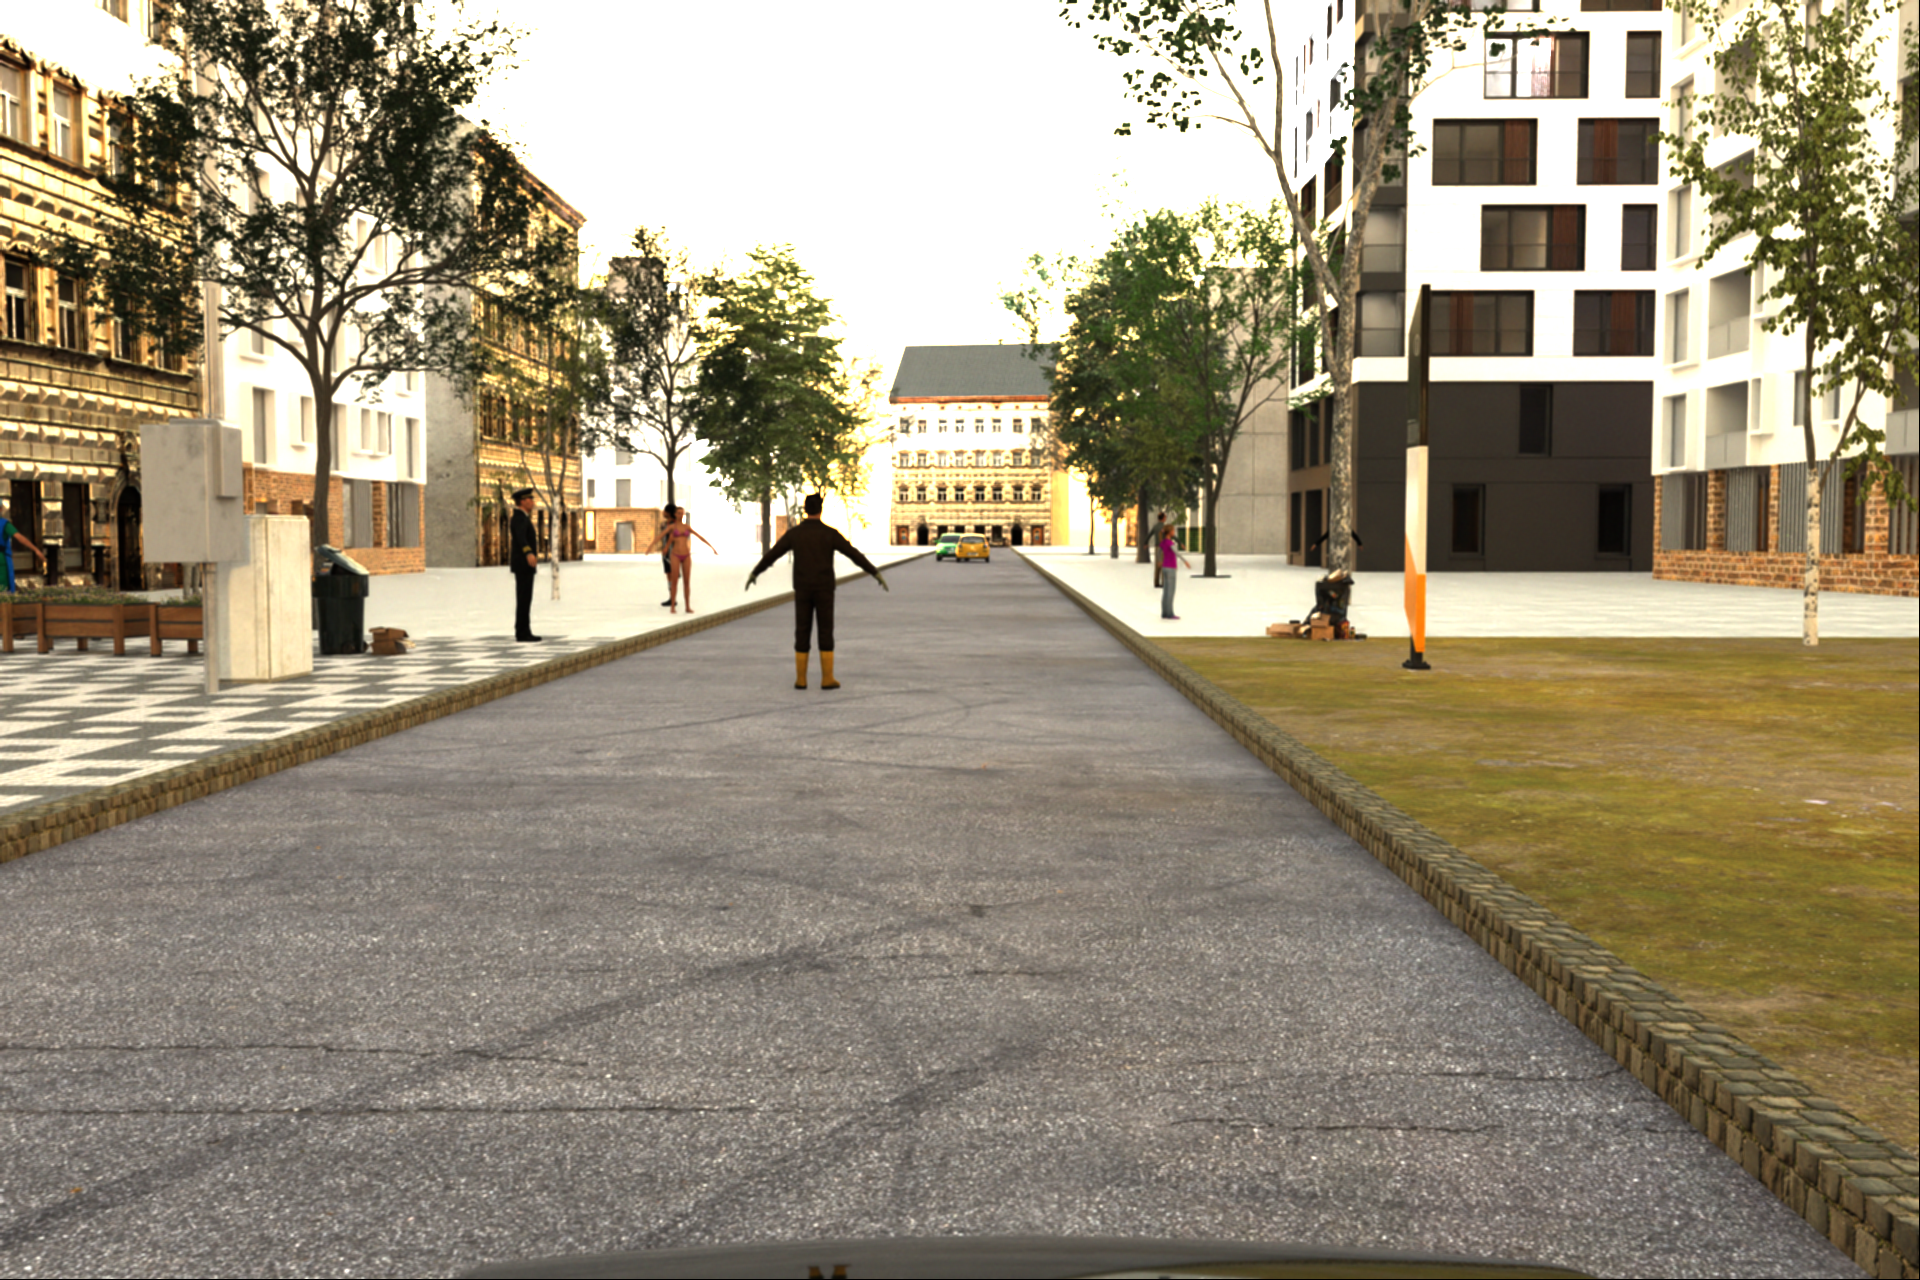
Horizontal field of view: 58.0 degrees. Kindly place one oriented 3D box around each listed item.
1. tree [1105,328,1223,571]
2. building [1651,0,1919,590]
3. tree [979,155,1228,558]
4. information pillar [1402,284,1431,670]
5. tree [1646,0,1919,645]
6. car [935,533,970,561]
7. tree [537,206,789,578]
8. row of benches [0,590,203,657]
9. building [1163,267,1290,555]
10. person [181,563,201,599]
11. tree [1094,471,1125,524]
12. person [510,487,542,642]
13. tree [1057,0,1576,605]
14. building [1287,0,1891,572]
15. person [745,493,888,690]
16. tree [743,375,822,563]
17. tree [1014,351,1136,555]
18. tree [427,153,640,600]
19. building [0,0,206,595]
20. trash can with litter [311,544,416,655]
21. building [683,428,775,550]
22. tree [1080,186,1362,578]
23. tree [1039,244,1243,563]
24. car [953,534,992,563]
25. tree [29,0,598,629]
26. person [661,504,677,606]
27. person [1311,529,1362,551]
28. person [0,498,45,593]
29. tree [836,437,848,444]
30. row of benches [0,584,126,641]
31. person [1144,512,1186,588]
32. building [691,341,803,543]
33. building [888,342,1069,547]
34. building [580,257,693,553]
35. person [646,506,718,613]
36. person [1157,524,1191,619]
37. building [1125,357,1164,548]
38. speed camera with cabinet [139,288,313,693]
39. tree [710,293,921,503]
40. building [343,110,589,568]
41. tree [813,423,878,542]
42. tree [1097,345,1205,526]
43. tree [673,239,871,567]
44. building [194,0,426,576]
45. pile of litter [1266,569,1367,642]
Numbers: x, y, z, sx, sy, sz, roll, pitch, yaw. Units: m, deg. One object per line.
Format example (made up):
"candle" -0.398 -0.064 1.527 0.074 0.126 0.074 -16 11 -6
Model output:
"tree" 7.339 -6.729 60.387 4.737 8.622 4.395 0 3 0
"building" 24.442 -11.614 46.310 16.016 20.090 11.380 0 4 1
"tree" 7.291 -14.287 89.481 12.611 20.169 13.585 0 3 0
"information pillar" 4.362 -1.540 16.527 0.183 3.616 0.504 0 4 1
"tree" 9.996 -4.234 19.590 4.737 8.622 4.395 0 3 0
"car" -0.355 -5.166 93.254 1.959 1.807 4.718 0 4 1
"tree" -8.622 -7.080 50.174 7.601 10.594 8.767 -1 4 -23
"row of benches" -9.328 -0.194 18.640 4.104 0.672 1.422 1 4 16
"building" 24.574 -15.704 123.216 16.747 18.905 31.486 0 4 1
"person" -15.196 -1.719 34.291 0.705 1.806 1.347 1 4 21
"tree" 19.529 -17.669 195.539 9.857 13.997 8.962 0 3 0
"person" -5.184 -0.904 20.714 0.705 1.837 1.347 -1 4 -14
"tree" 6.227 -10.773 32.029 12.611 20.169 13.585 0 3 0
"building" 27.652 -14.062 73.896 27.936 21.610 32.646 0 4 1
"person" -1.344 -0.455 16.042 1.346 1.812 0.704 0 4 6
"tree" -7.581 -7.659 75.595 4.737 8.622 4.395 0 3 0
"tree" 8.209 -11.962 105.949 12.009 13.543 11.850 0 3 0
"tree" -7.759 -5.071 33.278 4.360 8.622 3.978 0 3 0
"building" -27.373 -12.304 32.093 19.493 23.208 18.063 0 3 0
"trash can with litter" -6.380 -0.438 18.547 1.055 1.170 0.624 0 4 2
"building" -20.433 -12.725 150.199 9.099 9.664 28.070 0 4 1
"tree" 7.578 -7.667 51.110 9.928 11.665 9.643 0 3 0
"tree" 8.158 -10.371 76.213 9.857 13.997 8.962 0 3 0
"car" 0.657 -4.799 88.687 2.015 1.641 3.980 0 4 1
"tree" -8.349 -5.430 23.188 7.601 10.594 8.767 -3 5 -40
"person" -5.209 -1.521 31.005 0.704 1.843 1.345 -1 4 -9
"person" 8.602 -2.028 39.345 1.347 1.806 0.705 -1 4 -20
"person" -13.838 -1.150 24.925 1.347 1.817 0.704 1 4 9
"tree" -18.584 -20.959 198.574 12.611 20.169 13.585 0 3 0
"row of benches" -12.218 -0.358 21.312 4.104 0.672 1.422 0 4 6
"person" 4.839 -2.150 41.425 0.705 1.796 1.348 -3 4 -39
"building" -21.629 -19.070 168.213 16.016 20.090 11.380 0 4 1
"building" 2.591 -22.340 198.646 18.063 23.208 19.493 1 4 10
"building" -25.736 -16.090 119.496 16.016 20.090 11.380 0 4 2
"person" -4.517 -1.304 28.116 1.217 1.733 0.721 -2 4 -26
"person" 3.212 -1.033 26.160 0.599 1.433 0.991 -1 4 -20
"building" 26.320 -20.799 170.986 19.493 23.208 18.063 0 4 1
"speed camera with cabinet" -6.209 -1.247 14.731 0.660 3.252 2.038 0 4 1
"tree" -7.105 -10.829 87.426 12.009 13.543 11.850 0 3 0
"building" -27.526 -14.877 74.175 19.493 23.208 18.063 0 3 0
"tree" -6.757 -9.443 104.756 4.737 8.622 4.395 0 3 0
"tree" 7.944 -7.086 66.222 4.360 8.622 3.978 0 3 0
"tree" -7.292 -9.089 66.731 7.486 12.596 7.792 0 3 0
"building" -23.109 -11.520 44.765 16.016 20.090 11.380 0 4 1
"pile of litter" 4.412 -0.459 21.468 1.176 0.858 1.719 0 4 0
